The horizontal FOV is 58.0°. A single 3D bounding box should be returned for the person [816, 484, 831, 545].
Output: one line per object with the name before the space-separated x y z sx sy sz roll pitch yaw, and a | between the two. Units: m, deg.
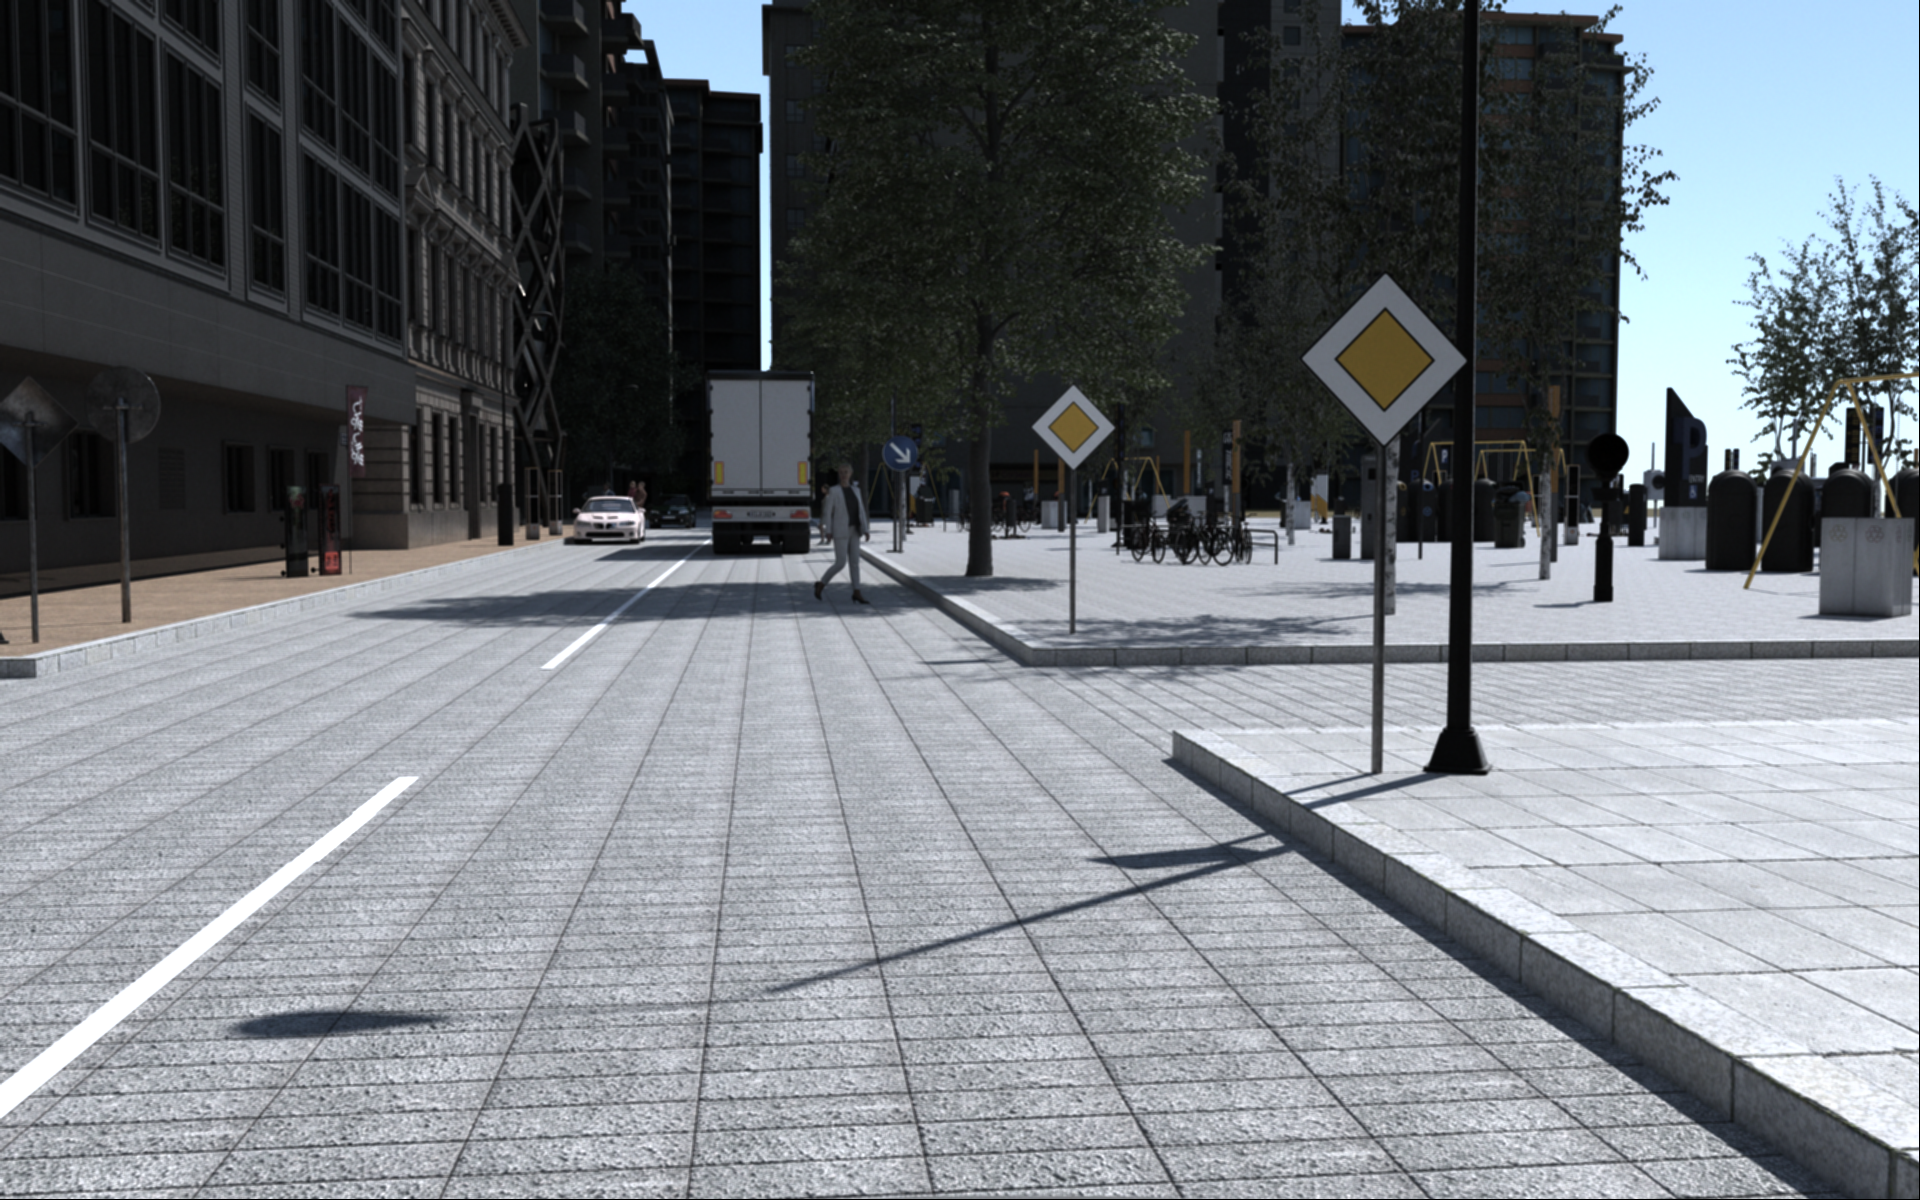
person | -3.755 -2.392 48.608 0.522 1.701 0.512 0 4 2

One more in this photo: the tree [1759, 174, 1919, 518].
tree | 20.641 -5.427 39.094 4.360 8.622 3.978 0 3 0

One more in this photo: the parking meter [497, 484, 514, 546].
parking meter | -11.314 -2.122 43.099 0.372 1.533 0.369 0 3 0

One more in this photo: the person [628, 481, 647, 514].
person | -10.056 -2.777 53.885 0.580 1.828 0.573 -1 4 -19

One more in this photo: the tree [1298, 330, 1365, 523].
tree | 16.092 -7.730 76.748 4.737 8.622 4.395 0 3 0

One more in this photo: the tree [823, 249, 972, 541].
tree | -1.549 -5.906 46.933 4.737 8.622 4.395 0 3 0

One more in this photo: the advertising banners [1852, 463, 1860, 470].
advertising banners | 49.324 -6.153 96.794 2.074 3.025 0.090 0 4 -7

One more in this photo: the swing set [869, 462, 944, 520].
swing set | -2.683 -5.357 85.201 3.119 2.851 2.862 3 4 38

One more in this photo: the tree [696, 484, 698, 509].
tree | -23.893 -9.738 153.817 1.663 3.219 1.824 0 3 0

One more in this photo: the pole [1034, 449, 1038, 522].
pole | 3.469 -5.215 79.102 0.158 3.312 0.155 0 3 0

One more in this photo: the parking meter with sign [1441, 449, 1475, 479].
parking meter with sign | 19.582 -4.337 67.171 1.738 3.016 0.543 -1 4 -11

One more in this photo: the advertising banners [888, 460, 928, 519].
advertising banners | -2.627 -5.637 88.359 2.074 3.025 0.090 -1 4 -15

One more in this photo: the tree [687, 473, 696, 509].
tree | -21.808 -8.569 134.712 1.663 3.219 1.824 0 3 0

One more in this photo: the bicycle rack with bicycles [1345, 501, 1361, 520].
bicycle rack with bicycles | 20.448 -4.507 87.067 2.852 0.926 2.925 -1 4 -11

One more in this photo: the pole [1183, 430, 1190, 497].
pole | 7.279 -3.778 55.618 0.158 3.312 0.155 0 3 0

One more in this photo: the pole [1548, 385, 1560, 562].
pole | 11.155 -2.371 32.605 0.158 3.312 0.155 0 3 0

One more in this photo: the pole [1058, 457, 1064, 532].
pole | 3.426 -3.958 58.561 0.158 3.312 0.155 0 3 0

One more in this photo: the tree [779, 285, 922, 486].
tree | -4.865 -8.470 72.896 7.601 10.594 8.767 -1 4 -20

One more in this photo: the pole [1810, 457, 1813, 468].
pole | 47.136 -6.239 95.849 0.158 3.312 0.155 0 3 0

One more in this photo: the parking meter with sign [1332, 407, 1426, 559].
parking meter with sign | 8.242 -2.316 34.130 1.738 3.016 0.543 1 4 11

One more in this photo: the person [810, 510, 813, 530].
person | -6.239 -3.698 69.151 0.728 1.800 0.709 1 4 14

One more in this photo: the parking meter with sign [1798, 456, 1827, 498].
parking meter with sign | 39.224 -5.065 79.081 1.738 3.016 0.543 0 4 7

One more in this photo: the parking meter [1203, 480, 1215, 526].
parking meter | 10.073 -3.935 70.050 0.399 1.863 0.255 -2 4 -26

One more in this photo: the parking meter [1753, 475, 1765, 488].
parking meter | 24.494 -2.909 53.268 0.399 1.863 0.255 0 4 7

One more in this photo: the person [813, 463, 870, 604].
person | -1.549 -0.878 22.734 0.818 1.842 0.514 2 4 31

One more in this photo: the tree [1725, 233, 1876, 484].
tree | 24.117 -6.096 50.037 4.737 8.622 4.395 0 3 0

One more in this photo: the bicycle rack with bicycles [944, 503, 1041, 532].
bicycle rack with bicycles | 0.716 -2.802 59.192 2.852 0.926 2.925 -2 4 -28

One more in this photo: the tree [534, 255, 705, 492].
tree | -17.033 -10.189 83.591 9.611 12.733 9.660 0 3 0

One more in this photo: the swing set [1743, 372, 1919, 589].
swing set | 12.282 -1.517 22.423 2.862 2.851 3.119 -1 4 -11

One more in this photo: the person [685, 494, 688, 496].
person | -16.764 -5.751 105.748 0.599 1.433 0.991 0 4 -6

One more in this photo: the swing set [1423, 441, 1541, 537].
swing set | 15.287 -3.308 51.710 3.119 2.851 2.862 3 5 39

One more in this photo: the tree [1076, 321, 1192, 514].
tree | 6.655 -7.250 68.896 4.737 8.622 4.395 0 3 0

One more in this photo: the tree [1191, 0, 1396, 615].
tree | 4.562 -4.165 18.463 4.360 8.622 3.978 0 3 0

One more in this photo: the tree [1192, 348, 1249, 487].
tree | 12.406 -8.327 86.510 4.737 8.622 4.395 0 3 0

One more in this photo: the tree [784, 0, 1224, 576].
tree | 0.622 -6.665 27.105 7.486 12.596 7.792 0 3 0

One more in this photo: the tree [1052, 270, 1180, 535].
tree | 5.108 -6.354 54.244 4.360 8.622 3.978 0 3 0

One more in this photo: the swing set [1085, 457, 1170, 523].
swing set | 7.417 -4.725 74.879 2.862 2.851 3.119 -2 4 -28

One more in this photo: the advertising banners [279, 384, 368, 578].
advertising banners | -9.944 -1.897 27.211 0.090 3.025 2.074 1 4 19

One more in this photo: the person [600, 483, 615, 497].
person | -11.400 -2.877 55.729 0.721 1.800 0.419 1 4 18

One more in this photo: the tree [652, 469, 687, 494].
tree | -20.471 -7.729 120.978 1.663 3.219 1.824 0 3 0

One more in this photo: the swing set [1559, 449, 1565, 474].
swing set | 19.545 -3.864 60.798 3.119 2.851 2.862 3 4 37

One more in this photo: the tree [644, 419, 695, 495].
tree | -21.629 -10.742 125.995 4.737 8.622 4.395 0 3 0

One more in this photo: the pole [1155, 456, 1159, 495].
pole | 10.488 -6.006 92.042 0.158 3.312 0.155 0 3 0

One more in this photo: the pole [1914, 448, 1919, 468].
pole | 42.648 -5.104 77.301 0.158 3.312 0.155 0 3 0

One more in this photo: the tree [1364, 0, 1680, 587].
tree | 8.558 -4.614 25.797 4.360 8.622 3.978 0 3 0

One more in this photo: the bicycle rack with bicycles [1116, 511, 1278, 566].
bicycle rack with bicycles | 4.638 -1.145 32.097 2.852 0.926 2.925 -1 4 -10

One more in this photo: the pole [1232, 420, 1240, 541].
pole | 7.617 -3.299 47.790 0.158 3.312 0.155 0 3 0
